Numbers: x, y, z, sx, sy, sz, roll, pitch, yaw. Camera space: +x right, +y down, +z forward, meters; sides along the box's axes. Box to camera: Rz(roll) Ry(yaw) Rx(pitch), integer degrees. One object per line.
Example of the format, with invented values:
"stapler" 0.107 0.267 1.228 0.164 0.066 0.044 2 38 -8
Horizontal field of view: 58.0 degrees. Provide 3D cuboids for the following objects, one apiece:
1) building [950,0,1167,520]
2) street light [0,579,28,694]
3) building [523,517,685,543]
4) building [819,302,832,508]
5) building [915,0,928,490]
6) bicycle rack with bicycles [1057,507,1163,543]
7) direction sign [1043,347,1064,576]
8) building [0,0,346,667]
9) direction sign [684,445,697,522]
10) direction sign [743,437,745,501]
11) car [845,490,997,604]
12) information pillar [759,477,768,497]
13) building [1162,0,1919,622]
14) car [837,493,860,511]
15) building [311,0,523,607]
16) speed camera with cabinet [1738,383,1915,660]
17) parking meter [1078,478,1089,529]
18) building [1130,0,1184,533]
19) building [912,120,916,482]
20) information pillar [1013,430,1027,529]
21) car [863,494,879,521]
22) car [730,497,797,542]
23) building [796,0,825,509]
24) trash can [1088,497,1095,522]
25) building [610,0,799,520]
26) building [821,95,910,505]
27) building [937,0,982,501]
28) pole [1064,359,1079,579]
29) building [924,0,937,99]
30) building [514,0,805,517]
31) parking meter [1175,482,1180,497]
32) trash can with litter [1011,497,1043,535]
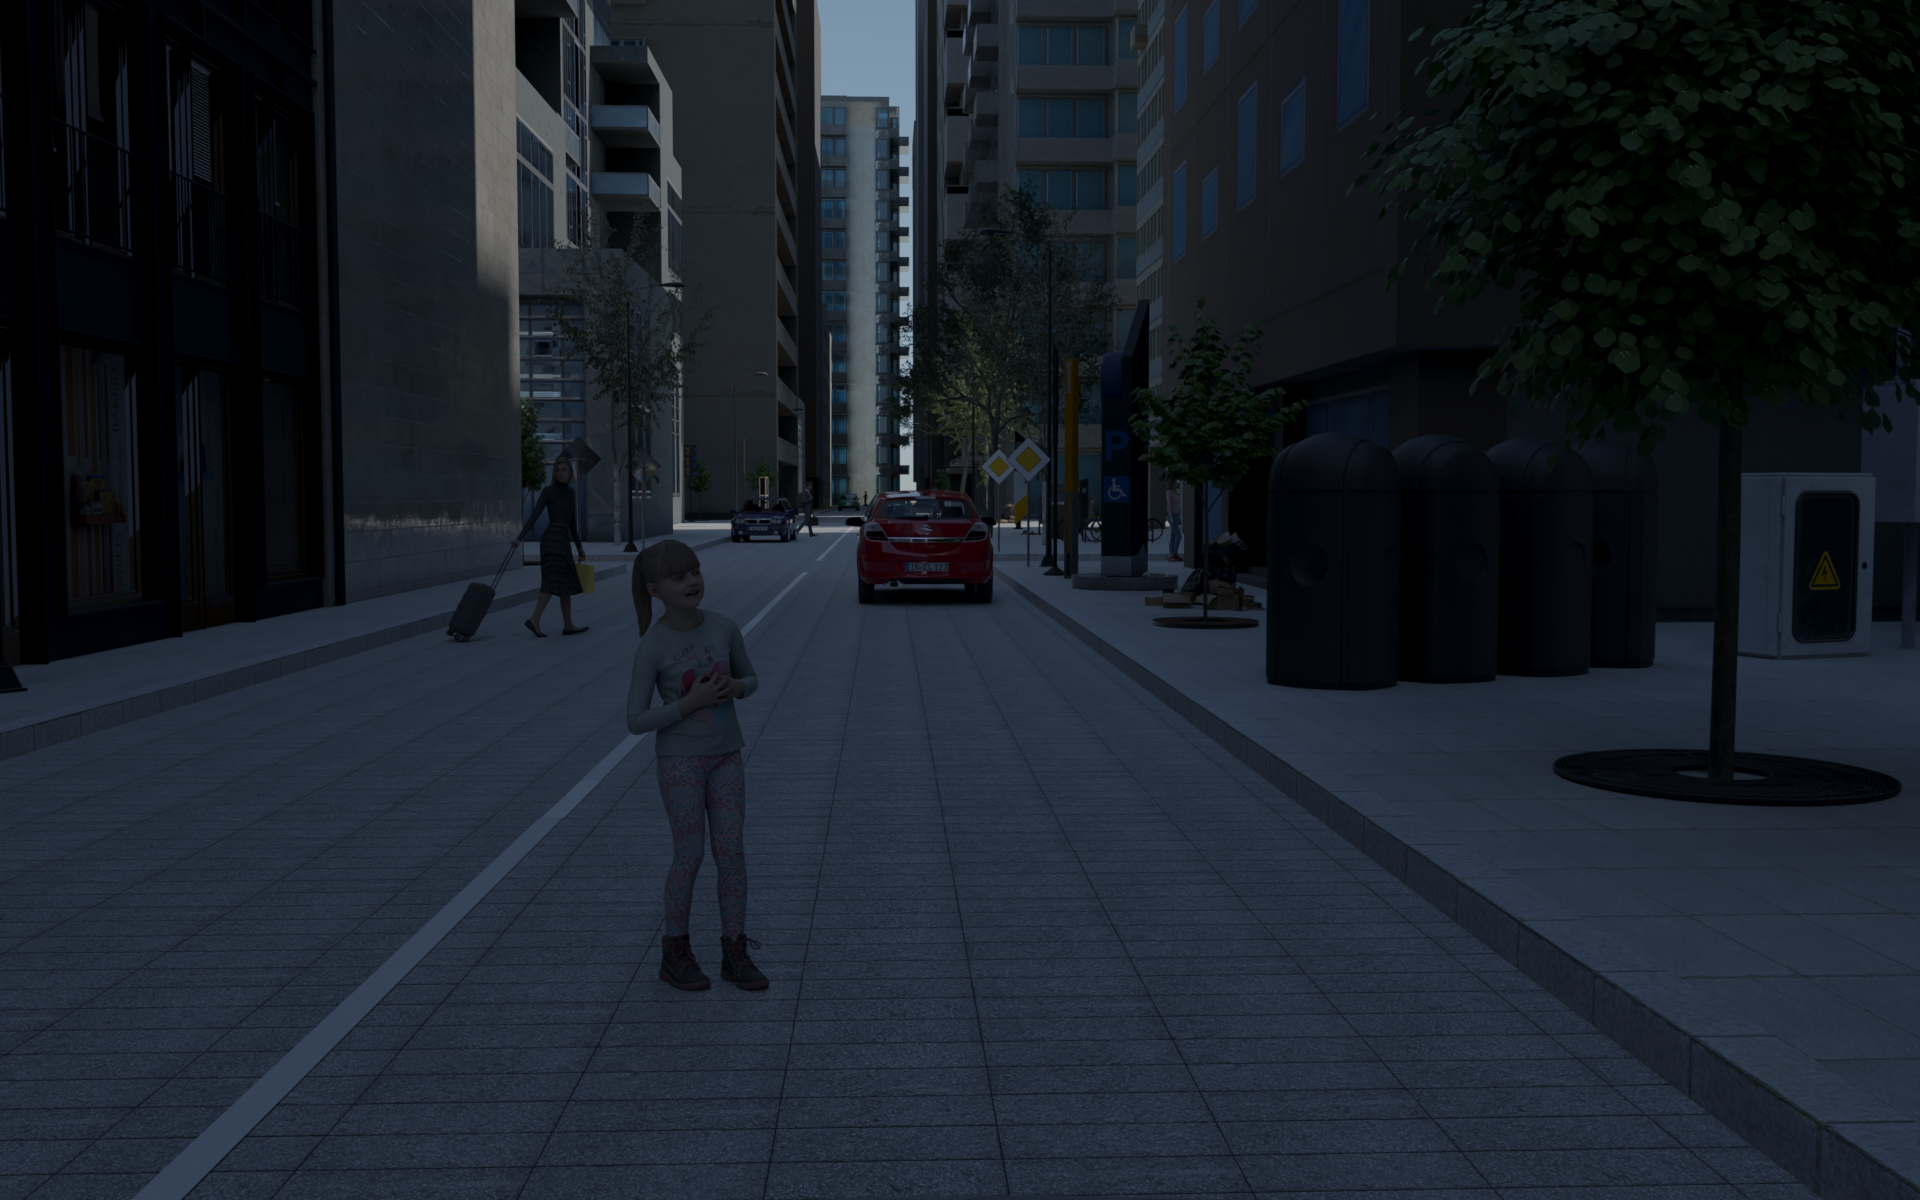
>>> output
"building" 11.607 -29.271 98.194 23.786 49.044 30.456 0 4 -2
"street light" -5.712 -2.356 11.067 1.470 5.913 1.316 0 4 -2
"building" -20.690 -45.600 58.226 22.319 86.520 31.000 0 4 -2
"building" -27.904 -20.198 175.273 28.899 21.520 27.650 0 4 -2
"building" 6.000 -38.717 175.015 21.231 58.520 28.212 0 4 -2
"bicycle rack with bicycles" 4.032 -2.013 46.289 2.925 0.926 2.852 0 4 3
"direction sign" 1.501 -2.155 27.225 0.379 3.537 0.876 0 4 7
"building" -12.904 -11.100 11.157 12.332 23.373 15.834 0 4 -2
"direction sign" -12.396 -5.363 79.676 0.379 3.537 0.876 2 4 30
"direction sign" -8.652 -4.737 69.452 0.379 3.537 0.876 0 4 -4
"car" -0.530 -0.925 24.171 2.155 1.783 4.494 0 4 -3
"information pillar" -8.415 -4.268 74.279 0.304 2.012 0.304 1 4 13
"building" 10.776 -22.793 22.774 14.600 45.320 14.200 0 4 -2
"car" -9.471 -8.496 147.707 1.959 1.807 4.718 0 4 -1
"building" -15.753 -10.342 23.849 16.860 20.320 10.420 0 4 -2
"speed camera with cabinet" 7.158 -1.193 13.847 2.038 3.252 0.660 -1 4 -20
"parking meter" 4.439 -3.494 62.842 0.399 1.863 0.255 -2 4 -25
"building" 18.508 -22.157 54.150 23.993 40.220 32.217 0 4 -2
"building" 1.623 -33.844 203.456 14.200 45.320 14.600 0 4 -2
"information pillar" 2.213 -4.390 63.127 0.504 3.616 0.183 -1 4 -11
"car" -2.529 -3.165 63.539 2.131 1.459 4.920 0 4 -1
"car" -5.927 -2.444 52.540 1.945 1.354 3.894 0 4 -1
"building" -19.171 -30.591 150.280 14.600 45.320 14.200 0 4 -2
"trash can" 5.669 -4.037 77.659 0.748 1.137 0.748 0 3 0
"building" -20.063 -28.745 93.678 21.300 48.544 21.600 0 4 -2
"building" -21.351 -35.947 207.342 30.456 49.044 23.786 0 4 -2
"building" 12.020 -33.252 132.910 28.713 52.752 27.495 0 4 -2
"pole" 1.687 -1.979 26.201 0.158 3.312 0.155 0 3 0
"building" 3.877 -30.813 153.908 14.600 45.320 14.200 0 4 -2
"building" -22.465 -49.763 126.304 22.319 86.520 31.000 0 4 -2
"parking meter" 9.082 -4.104 72.812 0.255 1.863 0.399 0 4 -8
"trash can with litter" 2.490 -2.650 54.390 1.678 1.210 2.233 -2 4 -35
